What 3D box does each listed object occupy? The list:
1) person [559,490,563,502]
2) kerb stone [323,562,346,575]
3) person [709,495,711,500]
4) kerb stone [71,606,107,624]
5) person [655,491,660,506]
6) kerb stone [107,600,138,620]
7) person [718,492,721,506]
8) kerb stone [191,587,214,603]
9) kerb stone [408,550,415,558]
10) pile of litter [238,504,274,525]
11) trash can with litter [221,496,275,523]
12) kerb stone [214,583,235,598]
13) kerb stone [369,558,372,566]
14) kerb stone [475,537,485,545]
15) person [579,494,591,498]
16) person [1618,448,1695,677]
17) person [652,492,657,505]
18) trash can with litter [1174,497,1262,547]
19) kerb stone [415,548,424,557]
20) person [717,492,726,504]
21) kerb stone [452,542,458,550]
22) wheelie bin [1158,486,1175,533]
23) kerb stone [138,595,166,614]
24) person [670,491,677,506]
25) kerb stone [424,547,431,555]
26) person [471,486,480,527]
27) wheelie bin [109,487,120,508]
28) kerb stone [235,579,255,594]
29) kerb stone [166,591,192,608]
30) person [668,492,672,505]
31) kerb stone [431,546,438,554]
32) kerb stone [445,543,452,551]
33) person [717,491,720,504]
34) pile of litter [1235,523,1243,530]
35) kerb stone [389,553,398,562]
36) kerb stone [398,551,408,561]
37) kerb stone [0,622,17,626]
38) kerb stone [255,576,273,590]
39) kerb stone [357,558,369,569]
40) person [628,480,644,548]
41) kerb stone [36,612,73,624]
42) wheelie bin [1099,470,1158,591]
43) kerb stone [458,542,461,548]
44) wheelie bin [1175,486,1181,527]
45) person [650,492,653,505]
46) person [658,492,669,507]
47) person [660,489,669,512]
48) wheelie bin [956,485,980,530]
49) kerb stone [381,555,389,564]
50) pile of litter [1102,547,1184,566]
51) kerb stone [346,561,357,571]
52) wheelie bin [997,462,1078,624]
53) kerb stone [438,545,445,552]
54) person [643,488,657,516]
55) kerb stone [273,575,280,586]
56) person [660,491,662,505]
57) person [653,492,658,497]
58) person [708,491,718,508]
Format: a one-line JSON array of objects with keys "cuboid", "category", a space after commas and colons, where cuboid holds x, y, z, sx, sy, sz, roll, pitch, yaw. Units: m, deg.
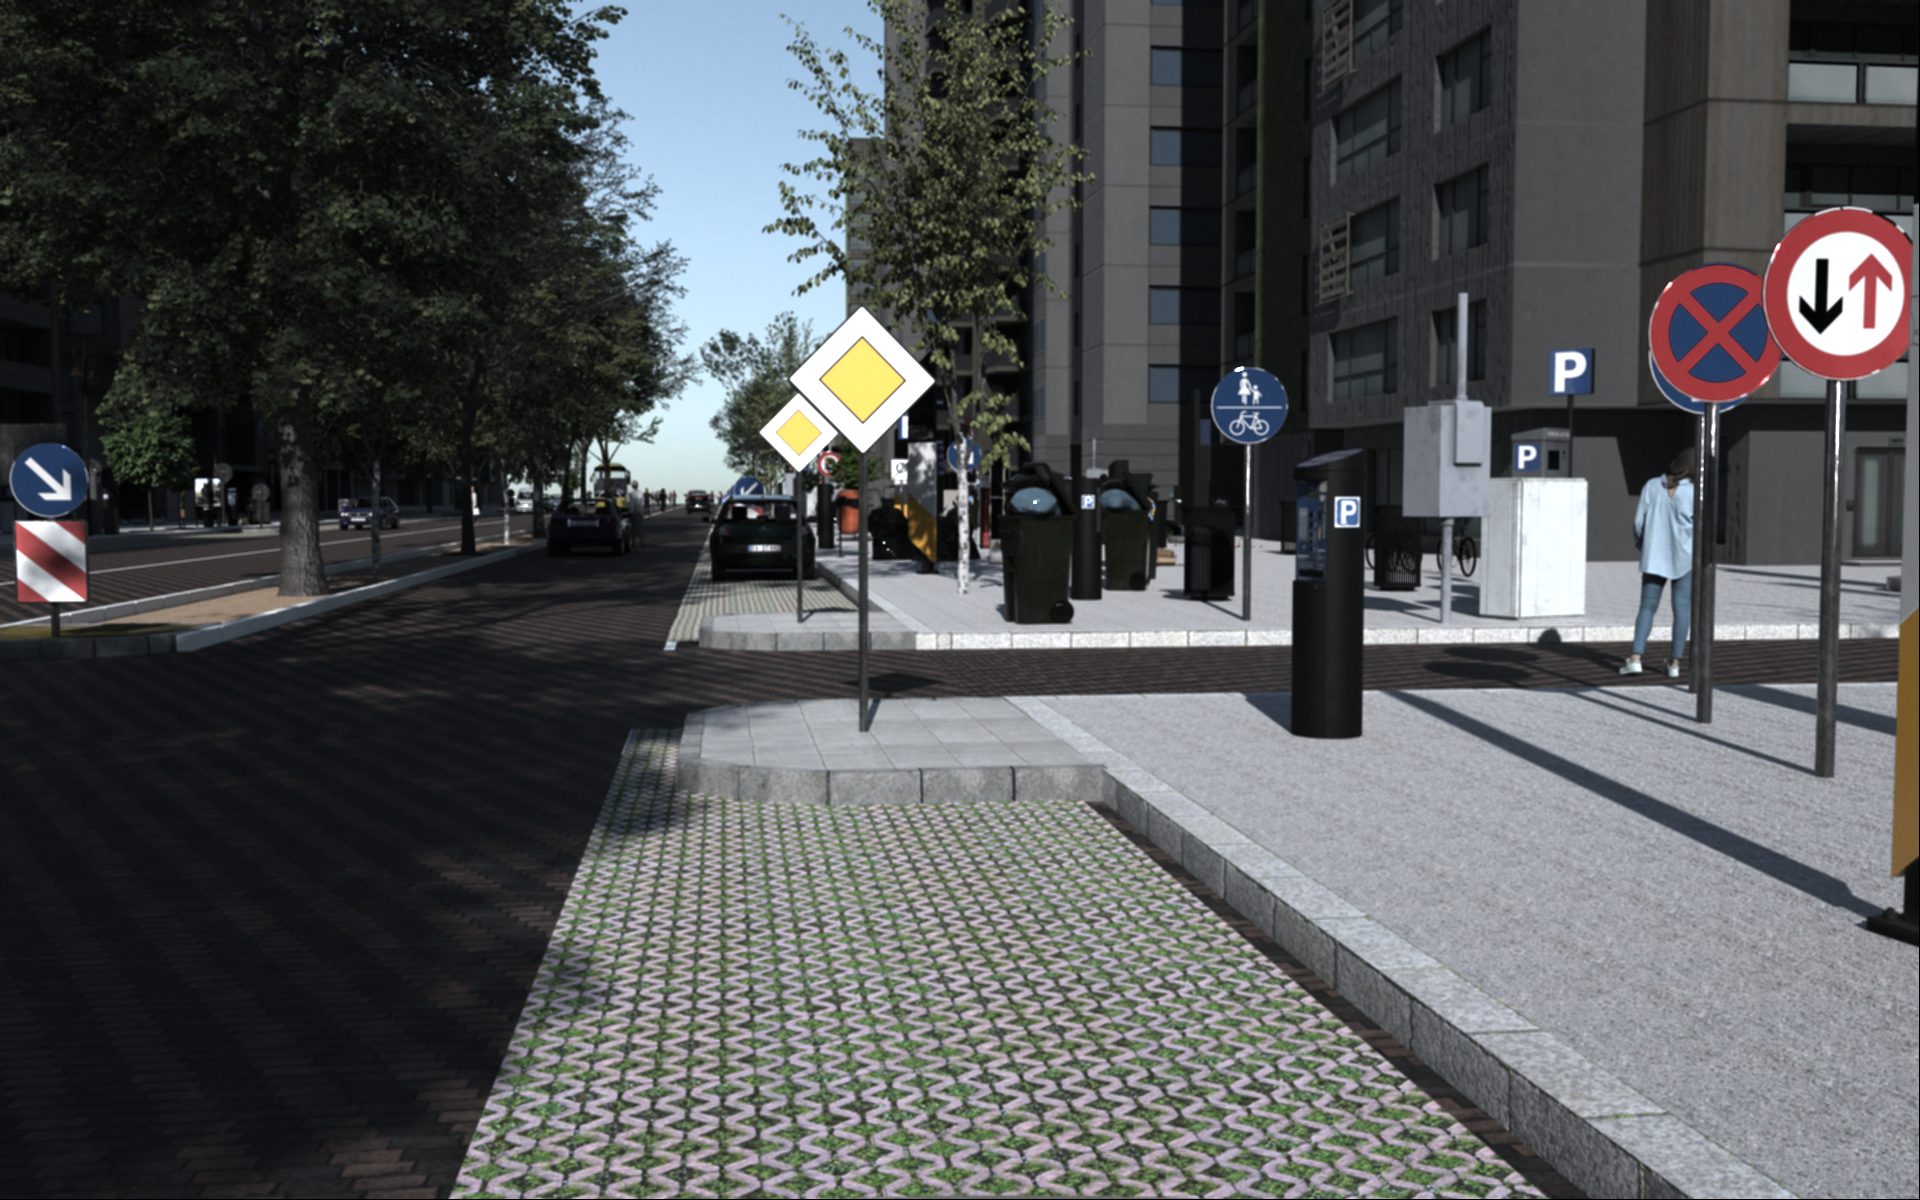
[{"cuboid": [-35.293, -8.888, 153.783, 0.705, 1.831, 1.348, 0, 4, 6], "category": "person"}, {"cuboid": [-11.285, -0.548, 31.192, 0.120, 0.150, 1.000, 0, 4, -8], "category": "kerb stone"}, {"cuboid": [-26.801, -10.655, 185.940, 0.599, 1.433, 0.991, 2, 4, 29], "category": "person"}, {"cuboid": [-9.628, 0.195, 19.001, 0.120, 0.150, 1.000, 0, 4, -8], "category": "kerb stone"}, {"cuboid": [-36.405, -12.262, 208.964, 0.705, 1.826, 1.348, 1, 4, 18], "category": "person"}, {"cuboid": [-9.765, 0.133, 20.018, 0.120, 0.150, 1.000, 0, 4, -8], "category": "kerb stone"}, {"cuboid": [-29.595, -12.477, 213.430, 0.436, 1.711, 0.756, -1, 4, -16], "category": "person"}, {"cuboid": [-10.176, -0.052, 23.072, 0.120, 0.150, 1.000, 0, 4, -8], "category": "kerb stone"}, {"cuboid": [-12.251, -0.985, 38.303, 0.120, 0.150, 1.000, 0, 4, -8], "category": "kerb stone"}, {"cuboid": [-29.803, -3.601, 72.834, 1.719, 0.858, 1.176, -1, 4, -13], "category": "pile of litter"}, {"cuboid": [-32.034, -4.072, 77.642, 2.233, 1.210, 1.678, 1, 4, 18], "category": "trash can with litter"}, {"cuboid": [-10.322, -0.108, 24.084, 0.120, 0.150, 1.000, 0, 4, -8], "category": "kerb stone"}, {"cuboid": [-11.701, -0.733, 34.236, 0.120, 0.150, 1.000, 0, 4, -8], "category": "kerb stone"}, {"cuboid": [-13.760, -1.669, 49.477, 0.120, 0.150, 1.000, 0, 4, -8], "category": "kerb stone"}, {"cuboid": [-32.041, -8.482, 148.009, 1.217, 1.723, 0.721, -1, 4, -22], "category": "person"}, {"cuboid": [5.555, -0.297, 13.623, 0.793, 1.790, 0.793, 0, 4, -4], "category": "person"}, {"cuboid": [-38.906, -12.966, 221.181, 1.217, 1.739, 0.721, 0, 4, -2], "category": "person"}, {"cuboid": [6.172, -1.907, 42.237, 1.678, 1.210, 2.233, -2, 4, -34], "category": "trash can with litter"}, {"cuboid": [-12.381, -1.042, 39.317, 0.120, 0.150, 1.000, 0, 4, -8], "category": "kerb stone"}, {"cuboid": [-30.082, -12.765, 217.925, 1.217, 1.735, 0.721, 0, 4, -6], "category": "person"}, {"cuboid": [-13.074, -1.350, 44.395, 0.120, 0.150, 1.000, 0, 4, -8], "category": "kerb stone"}, {"cuboid": [2.598, -1.115, 26.141, 0.980, 1.594, 0.693, 3, 4, 37], "category": "wheelie bin"}, {"cuboid": [-9.898, 0.071, 21.037, 0.120, 0.150, 1.000, 0, 4, -8], "category": "kerb stone"}, {"cuboid": [-33.546, -11.906, 203.104, 0.705, 1.831, 1.348, 2, 4, 24], "category": "person"}, {"cuboid": [-12.522, -1.109, 40.335, 0.120, 0.150, 1.000, 0, 4, -8], "category": "kerb stone"}, {"cuboid": [-21.134, -4.064, 75.299, 0.624, 1.780, 0.694, -2, 4, -35], "category": "person"}, {"cuboid": [-36.442, -4.062, 74.326, 0.693, 1.594, 0.980, -2, 4, -33], "category": "wheelie bin"}, {"cuboid": [-10.459, -0.174, 25.097, 0.120, 0.150, 1.000, 0, 4, -8], "category": "kerb stone"}, {"cuboid": [-10.035, 0.009, 22.054, 0.120, 0.150, 1.000, 0, 4, -8], "category": "kerb stone"}, {"cuboid": [-39.089, -13.729, 233.648, 1.217, 1.739, 0.721, 2, 4, 32], "category": "person"}, {"cuboid": [-12.658, -1.170, 41.348, 0.120, 0.150, 1.000, 0, 4, -8], "category": "kerb stone"}, {"cuboid": [-12.934, -1.293, 43.373, 0.120, 0.150, 1.000, 0, 4, -8], "category": "kerb stone"}, {"cuboid": [-32.925, -14.010, 237.707, 1.348, 1.807, 0.705, 3, 5, 45], "category": "person"}, {"cuboid": [9.391, -2.927, 61.824, 1.719, 0.858, 1.176, 1, 4, 16], "category": "pile of litter"}, {"cuboid": [-11.974, -0.853, 36.264, 0.120, 0.150, 1.000, 0, 4, -8], "category": "kerb stone"}, {"cuboid": [-12.098, -0.923, 37.281, 0.120, 0.150, 1.000, 0, 4, -8], "category": "kerb stone"}, {"cuboid": [-9.345, 0.322, 16.974, 0.120, 0.150, 1.000, 0, 4, -8], "category": "kerb stone"}, {"cuboid": [-10.591, -0.236, 26.110, 0.120, 0.150, 1.000, 0, 4, -8], "category": "kerb stone"}, {"cuboid": [-11.549, -0.674, 33.222, 0.120, 0.150, 1.000, 0, 4, -8], "category": "kerb stone"}, {"cuboid": [-8.621, -2.294, 46.241, 0.478, 1.798, 0.641, -2, 4, -31], "category": "person"}, {"cuboid": [-9.496, 0.260, 17.988, 0.120, 0.150, 1.000, 0, 4, -8], "category": "kerb stone"}, {"cuboid": [2.222, -0.933, 23.164, 0.693, 1.594, 0.980, 1, 4, 10], "category": "wheelie bin"}, {"cuboid": [-13.206, -1.420, 45.408, 0.120, 0.150, 1.000, 0, 4, -8], "category": "kerb stone"}, {"cuboid": [8.216, -3.447, 64.272, 0.980, 1.594, 0.693, 0, 4, 0], "category": "wheelie bin"}, {"cuboid": [-40.605, -13.382, 228.005, 0.721, 1.735, 1.217, -1, 4, -20], "category": "person"}, {"cuboid": [-31.637, -10.809, 185.172, 1.348, 1.831, 0.705, 1, 4, 21], "category": "person"}, {"cuboid": [-23.278, -7.821, 135.997, 0.705, 1.869, 1.348, -3, 5, -40], "category": "person"}, {"cuboid": [0.288, -3.339, 62.503, 0.693, 1.594, 0.980, -3, 4, -38], "category": "wheelie bin"}, {"cuboid": [-11.833, -0.798, 35.249, 0.120, 0.150, 1.000, 0, 4, -8], "category": "kerb stone"}, {"cuboid": [3.367, -1.037, 30.918, 1.719, 0.858, 1.176, 0, 4, 2], "category": "pile of litter"}, {"cuboid": [-11.423, -0.612, 32.206, 0.120, 0.150, 1.000, 0, 4, -8], "category": "kerb stone"}, {"cuboid": [0.759, -0.572, 17.256, 0.693, 1.594, 0.980, -1, 4, -18], "category": "wheelie bin"}, {"cuboid": [-12.804, -1.233, 42.360, 0.120, 0.150, 1.000, 0, 4, -8], "category": "kerb stone"}, {"cuboid": [-20.387, -6.381, 112.845, 1.348, 1.821, 0.705, -2, 4, -32], "category": "person"}, {"cuboid": [-10.736, -0.301, 27.122, 0.120, 0.150, 1.000, 0, 4, -8], "category": "kerb stone"}, {"cuboid": [-24.532, -8.180, 142.924, 0.721, 1.739, 1.217, 0, 4, 2], "category": "person"}, {"cuboid": [-41.177, -13.839, 235.499, 1.217, 1.736, 0.721, -2, 4, -25], "category": "person"}, {"cuboid": [-24.578, -9.969, 172.171, 1.217, 1.739, 0.721, 2, 4, 25], "category": "person"}]
